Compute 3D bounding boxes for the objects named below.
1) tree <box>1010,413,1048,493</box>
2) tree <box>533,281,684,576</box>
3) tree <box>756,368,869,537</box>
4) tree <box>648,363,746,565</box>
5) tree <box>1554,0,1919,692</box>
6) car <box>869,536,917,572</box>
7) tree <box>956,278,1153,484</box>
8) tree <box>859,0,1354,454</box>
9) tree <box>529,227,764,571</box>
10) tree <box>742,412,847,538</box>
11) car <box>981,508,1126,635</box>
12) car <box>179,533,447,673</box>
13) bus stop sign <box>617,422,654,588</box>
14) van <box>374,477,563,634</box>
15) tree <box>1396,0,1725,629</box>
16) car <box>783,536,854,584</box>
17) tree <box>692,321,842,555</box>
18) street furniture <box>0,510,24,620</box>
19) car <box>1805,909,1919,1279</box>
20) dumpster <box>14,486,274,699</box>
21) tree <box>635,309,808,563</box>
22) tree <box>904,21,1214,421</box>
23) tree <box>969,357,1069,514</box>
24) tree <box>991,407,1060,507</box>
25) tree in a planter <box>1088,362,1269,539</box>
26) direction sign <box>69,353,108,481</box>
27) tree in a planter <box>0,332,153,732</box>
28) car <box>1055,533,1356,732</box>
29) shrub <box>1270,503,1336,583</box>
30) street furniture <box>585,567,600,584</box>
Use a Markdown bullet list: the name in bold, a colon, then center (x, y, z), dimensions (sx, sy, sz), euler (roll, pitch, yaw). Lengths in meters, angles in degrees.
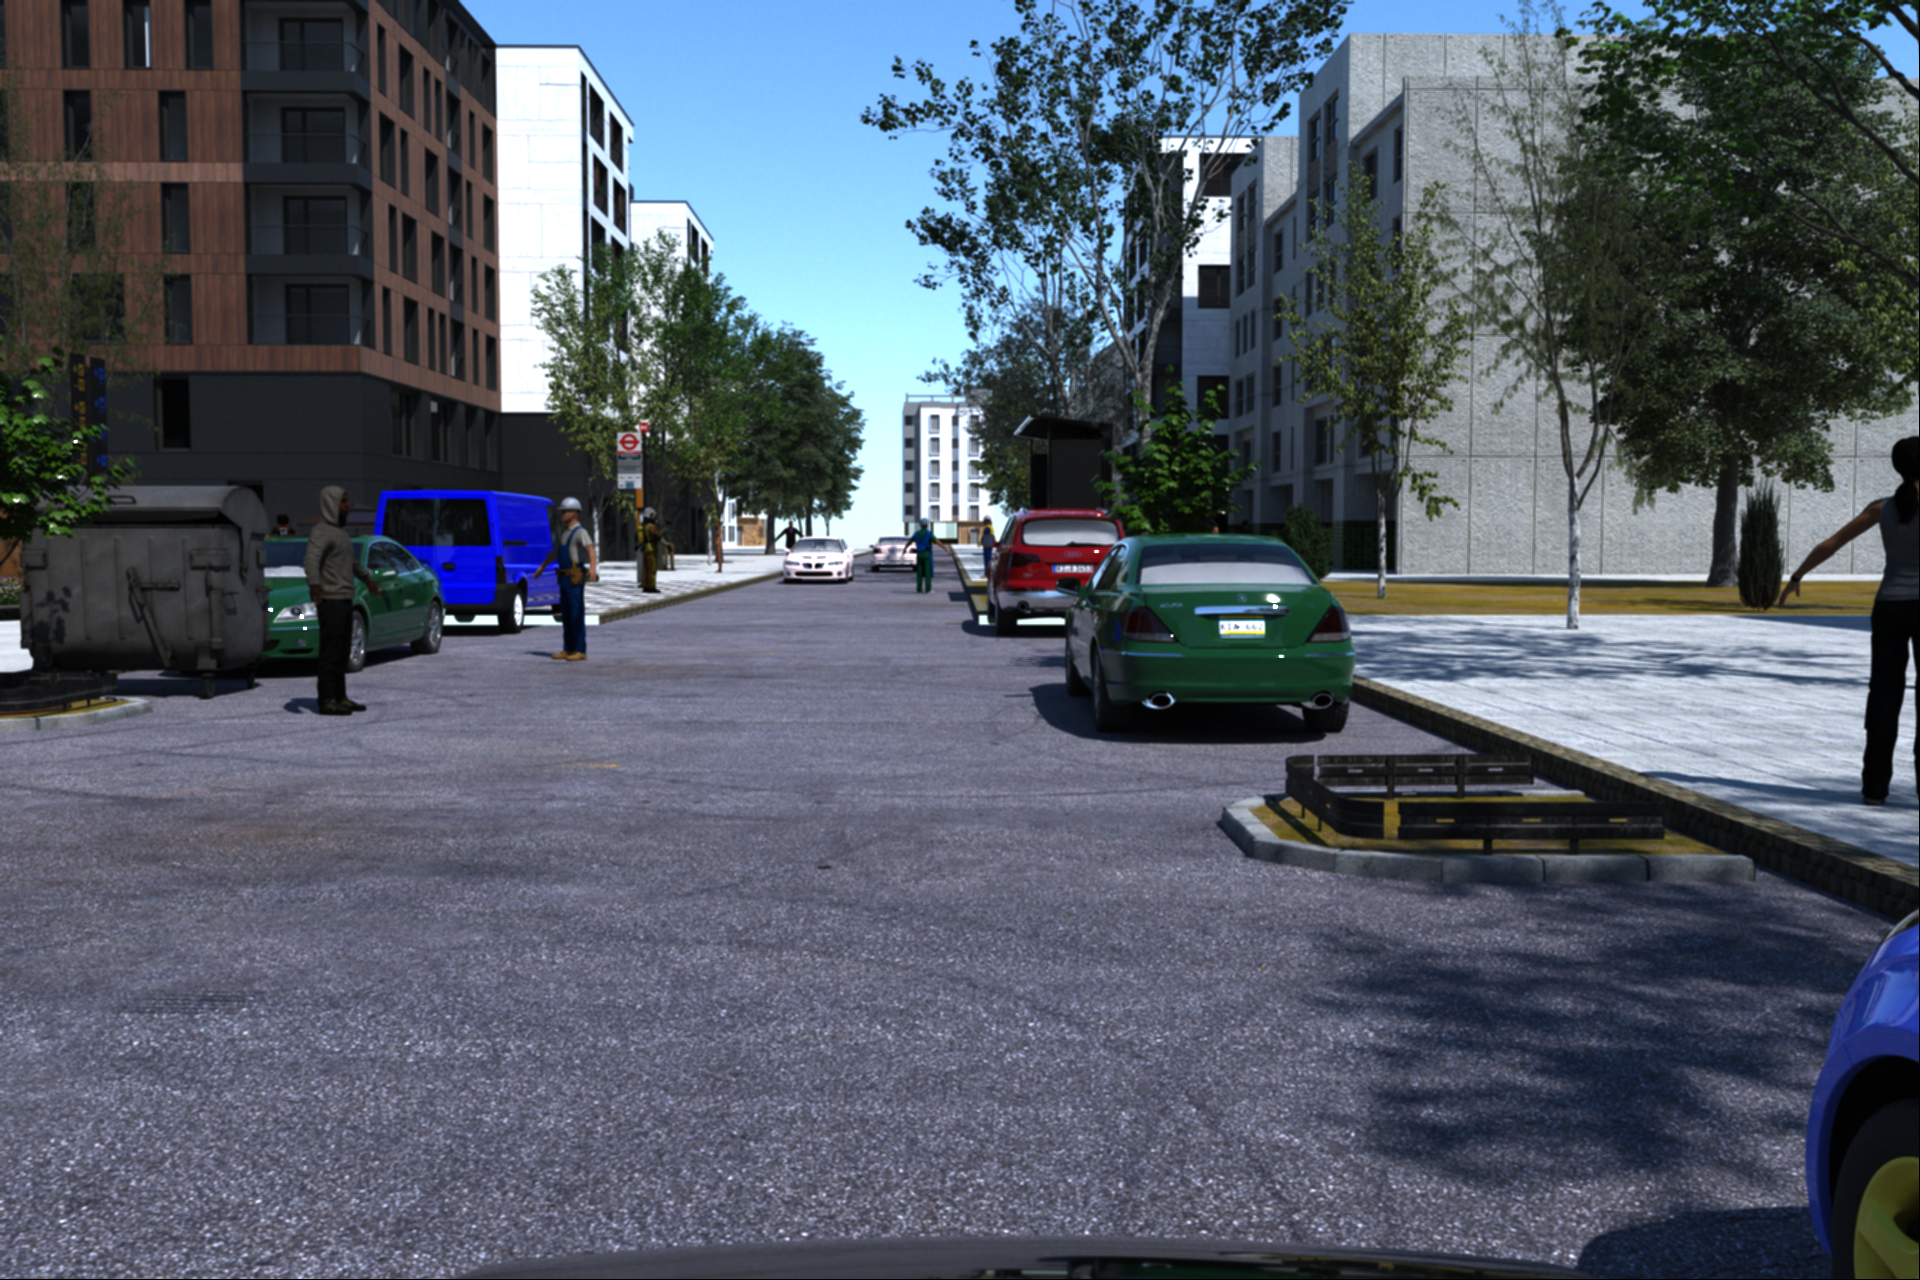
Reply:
- **tree**: center (4.399, -9.163, 100.172), dimensions (4.360, 8.622, 3.978), euler (0, 3, 0)
- **tree**: center (-10.525, -6.136, 50.688), dimensions (4.737, 8.622, 4.395), euler (0, 3, 0)
- **tree**: center (-11.773, -13.842, 132.969), dimensions (9.857, 13.997, 8.962), euler (0, 3, 0)
- **tree**: center (-10.487, -7.374, 70.921), dimensions (4.737, 8.622, 4.395), euler (0, 3, 0)
- **tree**: center (8.390, -5.382, 13.744), dimensions (9.928, 11.665, 9.643), euler (0, 3, 0)
- **car**: center (-2.468, -3.317, 66.587), dimensions (2.083, 1.381, 4.827), euler (0, 4, -2)
- **tree**: center (4.764, -10.554, 82.921), dimensions (12.009, 13.543, 11.850), euler (0, 3, 0)
- **tree**: center (4.046, -11.825, 49.233), dimensions (12.611, 20.169, 13.585), euler (0, 3, 0)
- **tree**: center (-10.664, -8.224, 60.220), dimensions (9.928, 11.665, 9.643), euler (0, 3, 0)
- **tree**: center (-11.223, -11.333, 119.702), dimensions (7.601, 10.594, 8.767), euler (1, 4, 22)
- **car**: center (1.476, -1.063, 26.058), dimensions (2.281, 1.827, 5.304), euler (0, 4, -1)
- **car**: center (-7.160, -0.461, 19.340), dimensions (2.131, 1.459, 4.920), euler (0, 4, -1)
- **bus stop sign**: center (-7.754, -3.225, 41.436), dimensions (0.855, 3.939, 0.416), euler (0, 4, 1)
- **van**: center (-7.279, -1.354, 26.521), dimensions (2.240, 2.365, 5.245), euler (0, 4, -1)
- **tree**: center (8.463, -4.461, 23.303), dimensions (4.360, 8.622, 3.978), euler (0, 3, 0)
- **car**: center (-4.166, -2.391, 51.448), dimensions (2.083, 1.381, 4.827), euler (0, 4, 0)
- **tree**: center (-11.554, -12.131, 104.992), dimensions (9.857, 13.997, 8.962), euler (0, 3, 0)
- **street furniture**: center (-16.470, -1.245, 27.217), dimensions (11.010, 1.723, 9.812), euler (2, 4, 25)
- **car**: center (2.275, 0.498, 1.449), dimensions (1.945, 1.707, 3.694), euler (0, 4, -1)
- **dumpster**: center (-7.260, -0.444, 15.475), dimensions (1.865, 1.857, 1.264), euler (0, 4, -1)
- **tree**: center (-10.719, -9.278, 77.451), dimensions (9.928, 11.665, 9.643), euler (0, 3, 0)
- **tree**: center (3.088, -12.916, 67.059), dimensions (12.611, 20.169, 13.585), euler (0, 3, 0)
- **tree**: center (4.039, -11.813, 111.266), dimensions (7.486, 12.596, 7.792), euler (0, 3, 0)
- **tree**: center (3.867, -8.705, 92.690), dimensions (4.737, 8.622, 4.395), euler (0, 3, 0)
- **tree in a planter**: center (2.237, -1.273, 18.042), dimensions (1.991, 3.239, 1.994), euler (0, 4, -1)
- **direction sign**: center (-11.100, -1.844, 22.140), dimensions (0.379, 3.537, 0.876), euler (0, 4, -1)
- **tree in a planter**: center (-7.479, -0.986, 13.342), dimensions (1.991, 3.239, 1.994), euler (0, 4, 0)
- **car**: center (1.873, -0.133, 13.971), dimensions (2.131, 1.459, 4.920), euler (0, 4, -1)
- **shrub**: center (8.041, -2.263, 41.035), dimensions (1.661, 2.075, 1.752), euler (0, 3, 0)
- **street furniture**: center (-14.342, -1.717, 43.696), dimensions (10.072, 0.657, 5.734), euler (0, 4, -5)
